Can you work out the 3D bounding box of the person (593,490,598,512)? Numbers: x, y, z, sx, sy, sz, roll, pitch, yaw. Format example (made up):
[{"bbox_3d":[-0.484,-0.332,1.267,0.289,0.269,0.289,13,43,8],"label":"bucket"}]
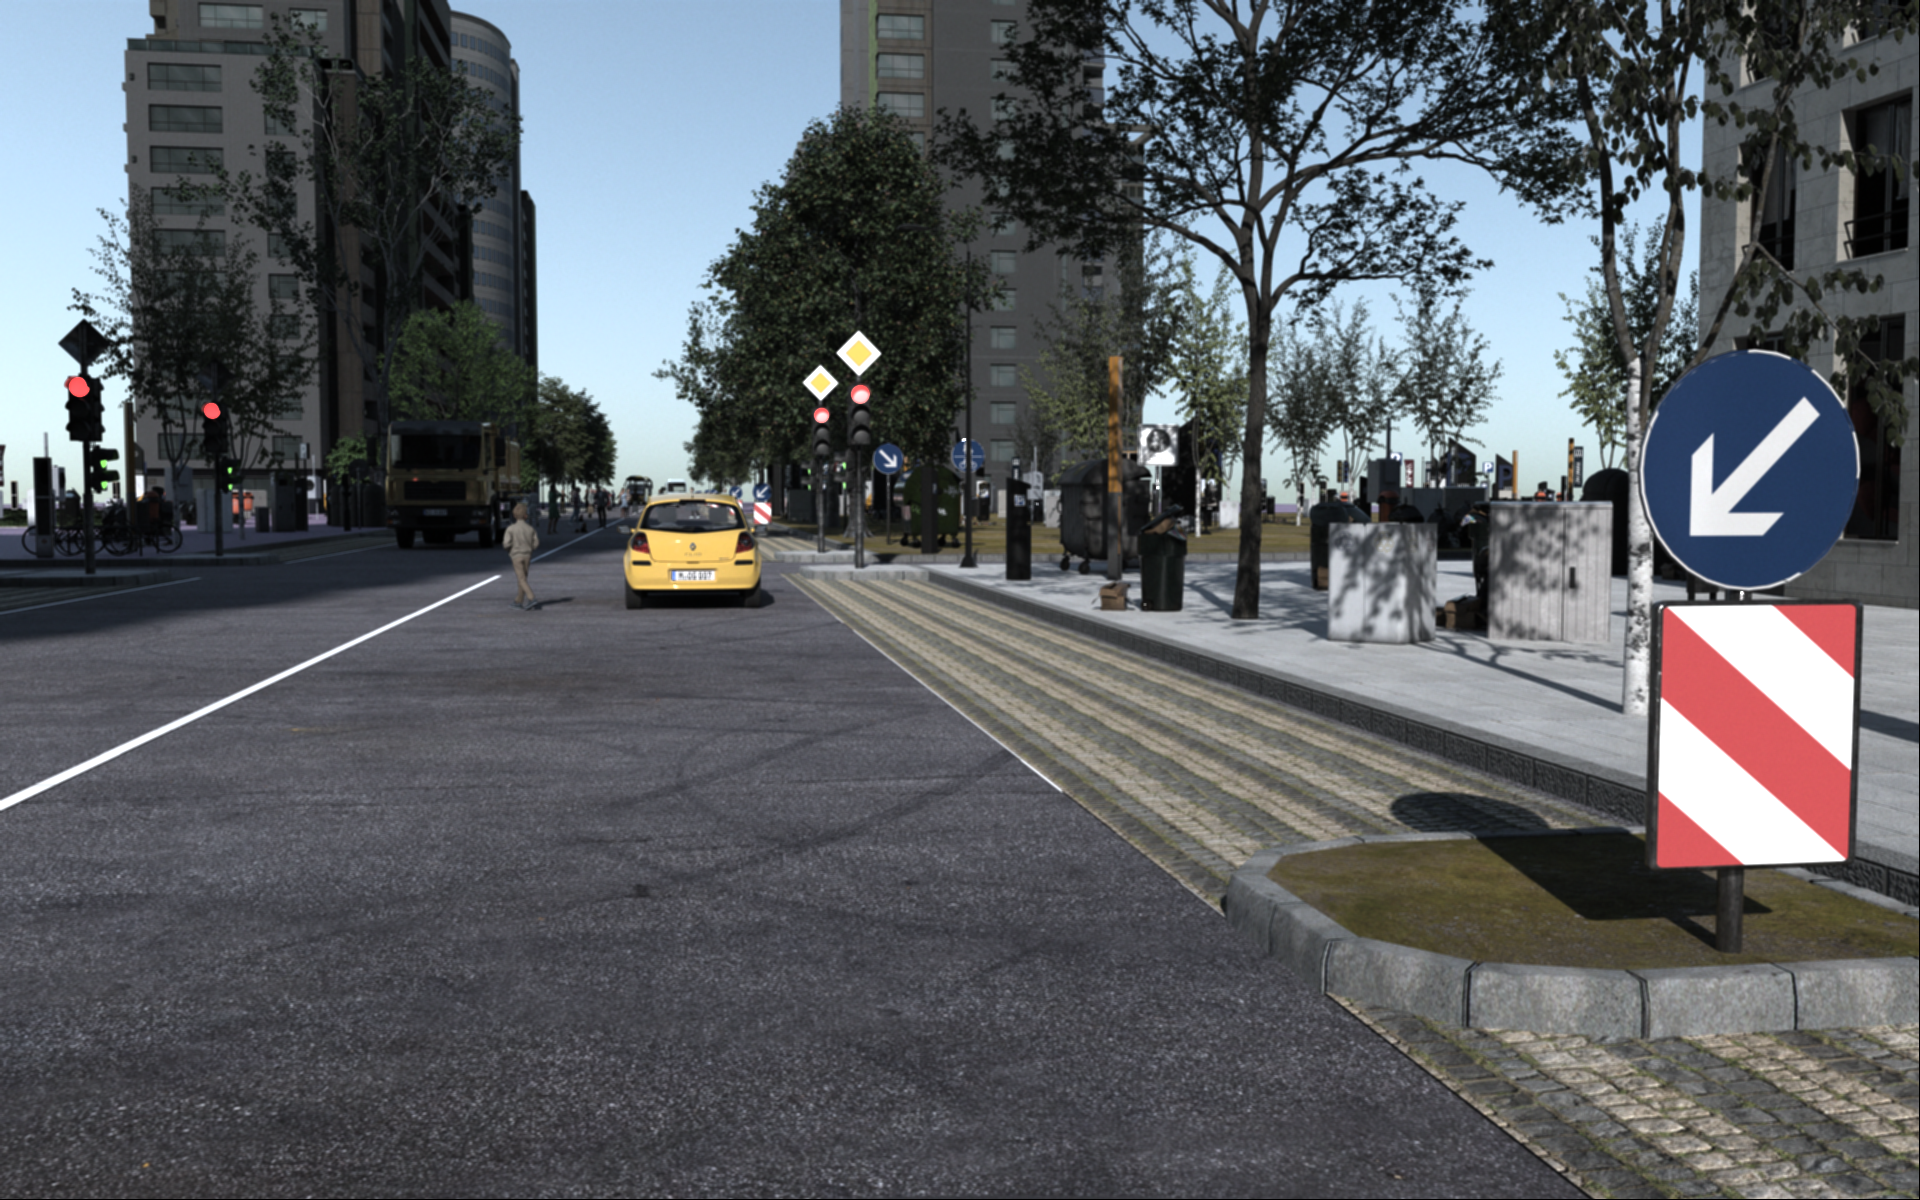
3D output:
[{"bbox_3d":[-28.517,-7.740,135.585,0.617,1.759,0.750,-1,4,-10],"label":"person"}]

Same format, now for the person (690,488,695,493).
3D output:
[{"bbox_3d":[-15.784,-5.778,102.994,0.620,1.820,0.660,-3,5,-44],"label":"person"}]

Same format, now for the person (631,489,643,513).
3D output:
[{"bbox_3d":[-24.107,-7.337,128.476,1.348,1.822,0.705,-2,4,-33],"label":"person"}]

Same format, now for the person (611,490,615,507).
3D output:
[{"bbox_3d":[-37.018,-10.759,184.278,0.599,1.838,0.709,-2,4,-28],"label":"person"}]

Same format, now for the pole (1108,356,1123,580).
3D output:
[{"bbox_3d":[2.309,-1.951,25.738,0.158,3.312,0.155,0,3,0],"label":"pole"}]

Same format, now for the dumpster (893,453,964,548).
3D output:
[{"bbox_3d":[-0.749,-2.402,41.763,1.502,2.255,1.985,-1,4,-9],"label":"dumpster"}]

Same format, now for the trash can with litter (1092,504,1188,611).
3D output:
[{"bbox_3d":[1.980,-0.468,19.046,1.055,1.170,0.624,1,4,12],"label":"trash can with litter"}]

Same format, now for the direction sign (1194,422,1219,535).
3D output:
[{"bbox_3d":[7.825,-3.853,54.999,0.876,3.537,0.379,-2,4,-25],"label":"direction sign"}]

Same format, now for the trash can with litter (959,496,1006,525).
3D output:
[{"bbox_3d":[0.877,-3.705,71.635,2.233,1.210,1.678,3,4,39],"label":"trash can with litter"}]

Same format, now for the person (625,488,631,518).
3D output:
[{"bbox_3d":[-20.218,-5.909,105.454,0.374,1.781,0.599,2,4,35],"label":"person"}]

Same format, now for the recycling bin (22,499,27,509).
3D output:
[{"bbox_3d":[-51.849,-5.137,96.549,0.722,1.027,0.722,-2,4,-26],"label":"recycling bin"}]

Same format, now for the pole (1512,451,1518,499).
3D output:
[{"bbox_3d":[26.089,-5.359,81.471,0.158,3.312,0.155,0,3,0],"label":"pole"}]

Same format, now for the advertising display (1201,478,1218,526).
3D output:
[{"bbox_3d":[9.826,-3.883,68.705,0.974,1.923,0.123,-2,4,-34],"label":"advertising display"}]

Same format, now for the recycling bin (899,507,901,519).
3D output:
[{"bbox_3d":[-2.926,-4.808,91.160,0.722,1.027,0.722,0,4,-3],"label":"recycling bin"}]

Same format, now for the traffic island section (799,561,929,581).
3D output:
[{"bbox_3d":[-1.717,-0.469,29.944,2.009,0.180,2.903,-1,4,-9],"label":"traffic island section"}]

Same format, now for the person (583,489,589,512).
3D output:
[{"bbox_3d":[-30.259,-8.058,140.381,0.705,1.807,1.348,1,4,9],"label":"person"}]

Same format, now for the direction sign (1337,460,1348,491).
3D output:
[{"bbox_3d":[25.811,-7.636,116.852,0.876,3.537,0.379,-2,4,-25],"label":"direction sign"}]

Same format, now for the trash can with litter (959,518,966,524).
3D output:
[{"bbox_3d":[-0.184,-3.815,73.761,1.055,1.170,0.624,2,4,32],"label":"trash can with litter"}]

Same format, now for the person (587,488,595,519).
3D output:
[{"bbox_3d":[-20.824,-5.416,97.538,0.515,1.767,0.782,0,4,1],"label":"person"}]

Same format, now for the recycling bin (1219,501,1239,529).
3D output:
[{"bbox_3d":[9.905,-3.133,63.780,0.722,1.027,0.722,0,4,7],"label":"recycling bin"}]

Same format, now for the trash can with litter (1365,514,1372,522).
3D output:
[{"bbox_3d":[6.234,-0.934,26.654,0.624,1.170,1.055,-3,4,-39],"label":"trash can with litter"}]

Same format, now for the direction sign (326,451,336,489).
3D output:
[{"bbox_3d":[-33.535,-6.144,92.444,0.379,3.537,0.876,1,4,10],"label":"direction sign"}]

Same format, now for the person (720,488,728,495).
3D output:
[{"bbox_3d":[-12.478,-5.074,91.939,0.782,1.767,0.515,1,4,14],"label":"person"}]

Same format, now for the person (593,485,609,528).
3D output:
[{"bbox_3d":[-15.161,-3.946,73.195,0.592,1.802,0.473,1,4,20],"label":"person"}]

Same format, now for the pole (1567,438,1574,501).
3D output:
[{"bbox_3d":[22.284,-4.244,63.227,0.158,3.312,0.155,0,3,0],"label":"pole"}]

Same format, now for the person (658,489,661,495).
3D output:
[{"bbox_3d":[-25.713,-8.551,148.310,1.348,1.824,0.705,2,4,35],"label":"person"}]

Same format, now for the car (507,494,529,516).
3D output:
[{"bbox_3d":[-25.894,-5.593,101.670,2.015,1.641,3.980,-1,4,-10],"label":"car"}]

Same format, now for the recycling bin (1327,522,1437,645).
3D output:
[{"bbox_3d":[3.701,-0.160,15.175,0.722,1.027,0.722,3,5,39],"label":"recycling bin"}]

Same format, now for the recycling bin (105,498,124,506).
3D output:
[{"bbox_3d":[-49.177,-5.395,100.766,0.722,1.027,0.722,0,4,7],"label":"recycling bin"}]

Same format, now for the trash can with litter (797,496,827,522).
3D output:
[{"bbox_3d":[-6.800,-4.281,81.054,2.233,1.210,1.678,-3,5,-39],"label":"trash can with litter"}]

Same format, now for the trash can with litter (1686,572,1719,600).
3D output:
[{"bbox_3d":[7.461,-0.349,16.761,2.233,1.210,1.678,-3,5,-44],"label":"trash can with litter"}]

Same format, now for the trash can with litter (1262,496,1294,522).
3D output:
[{"bbox_3d":[14.419,-4.185,79.484,1.678,1.210,2.233,-2,4,-29],"label":"trash can with litter"}]

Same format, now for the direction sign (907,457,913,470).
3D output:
[{"bbox_3d":[-2.865,-6.896,104.740,0.876,3.537,0.379,0,4,7],"label":"direction sign"}]

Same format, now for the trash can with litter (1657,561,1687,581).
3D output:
[{"bbox_3d":[10.770,-0.872,25.639,0.624,1.170,1.055,-1,4,-20],"label":"trash can with litter"}]

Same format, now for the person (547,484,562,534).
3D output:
[{"bbox_3d":[-14.533,-3.245,61.798,0.600,1.795,0.529,3,5,43],"label":"person"}]

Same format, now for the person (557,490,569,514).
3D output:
[{"bbox_3d":[-28.095,-6.929,122.306,1.217,1.766,0.721,1,4,23],"label":"person"}]

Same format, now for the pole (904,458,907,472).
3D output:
[{"bbox_3d":[-2.828,-5.879,89.972,0.158,3.312,0.155,0,3,0],"label":"pole"}]

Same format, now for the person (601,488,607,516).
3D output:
[{"bbox_3d":[-22.811,-6.235,110.650,0.583,1.804,0.606,0,4,-3],"label":"person"}]

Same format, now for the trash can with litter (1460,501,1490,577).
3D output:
[{"bbox_3d":[8.286,-0.936,26.683,1.055,1.170,0.624,-2,4,-28],"label":"trash can with litter"}]

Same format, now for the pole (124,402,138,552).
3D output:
[{"bbox_3d":[-18.429,-2.730,38.481,0.158,3.312,0.155,0,3,0],"label":"pole"}]

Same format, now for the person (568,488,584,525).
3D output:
[{"bbox_3d":[-17.617,-4.291,79.497,0.643,1.720,0.563,1,4,11],"label":"person"}]

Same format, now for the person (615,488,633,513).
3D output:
[{"bbox_3d":[-25.142,-7.424,129.520,1.348,1.869,0.705,-2,4,-25],"label":"person"}]

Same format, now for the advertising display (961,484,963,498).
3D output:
[{"bbox_3d":[0.331,-6.263,107.619,0.123,1.923,0.974,-2,4,-34],"label":"advertising display"}]

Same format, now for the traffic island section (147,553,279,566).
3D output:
[{"bbox_3d":[-15.336,-0.828,35.818,2.009,0.180,2.903,-1,4,-9],"label":"traffic island section"}]

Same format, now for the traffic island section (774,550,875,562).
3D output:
[{"bbox_3d":[-3.008,-0.951,37.824,2.009,0.180,2.903,-1,4,-9],"label":"traffic island section"}]

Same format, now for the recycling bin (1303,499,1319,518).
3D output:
[{"bbox_3d":[19.106,-4.986,94.080,0.722,1.027,0.722,-1,4,-19],"label":"recycling bin"}]

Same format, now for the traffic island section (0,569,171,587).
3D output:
[{"bbox_3d":[-14.046,-0.346,27.938,2.009,0.180,2.903,-1,4,-9],"label":"traffic island section"}]

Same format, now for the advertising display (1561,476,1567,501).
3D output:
[{"bbox_3d":[21.393,-3.433,61.350,0.123,1.923,0.974,2,4,24],"label":"advertising display"}]

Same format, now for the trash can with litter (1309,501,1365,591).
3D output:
[{"bbox_3d":[5.031,-0.730,23.321,0.624,1.170,1.055,0,4,7],"label":"trash can with litter"}]

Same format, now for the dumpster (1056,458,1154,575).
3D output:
[{"bbox_3d":[2.367,-1.377,28.277,1.264,1.857,1.865,-1,4,-9],"label":"dumpster"}]

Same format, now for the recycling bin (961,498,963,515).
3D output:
[{"bbox_3d":[0.509,-5.628,104.580,0.722,1.027,0.722,-3,4,-37],"label":"recycling bin"}]

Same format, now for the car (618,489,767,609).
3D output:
[{"bbox_3d":[-3.554,-0.785,23.057,2.015,1.641,3.980,-1,4,-9],"label":"car"}]

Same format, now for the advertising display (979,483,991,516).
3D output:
[{"bbox_3d":[1.463,-5.985,103.061,0.123,1.923,0.974,-3,4,-38],"label":"advertising display"}]

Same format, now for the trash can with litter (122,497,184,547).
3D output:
[{"bbox_3d":[-20.071,-1.967,43.225,1.678,1.210,2.233,1,4,10],"label":"trash can with litter"}]

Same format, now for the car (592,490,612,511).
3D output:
[{"bbox_3d":[-31.564,-8.737,151.523,2.281,1.827,5.304,-1,4,-9],"label":"car"}]

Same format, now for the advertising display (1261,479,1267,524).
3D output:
[{"bbox_3d":[12.723,-4.200,73.885,0.974,1.923,0.123,-3,5,-42],"label":"advertising display"}]
